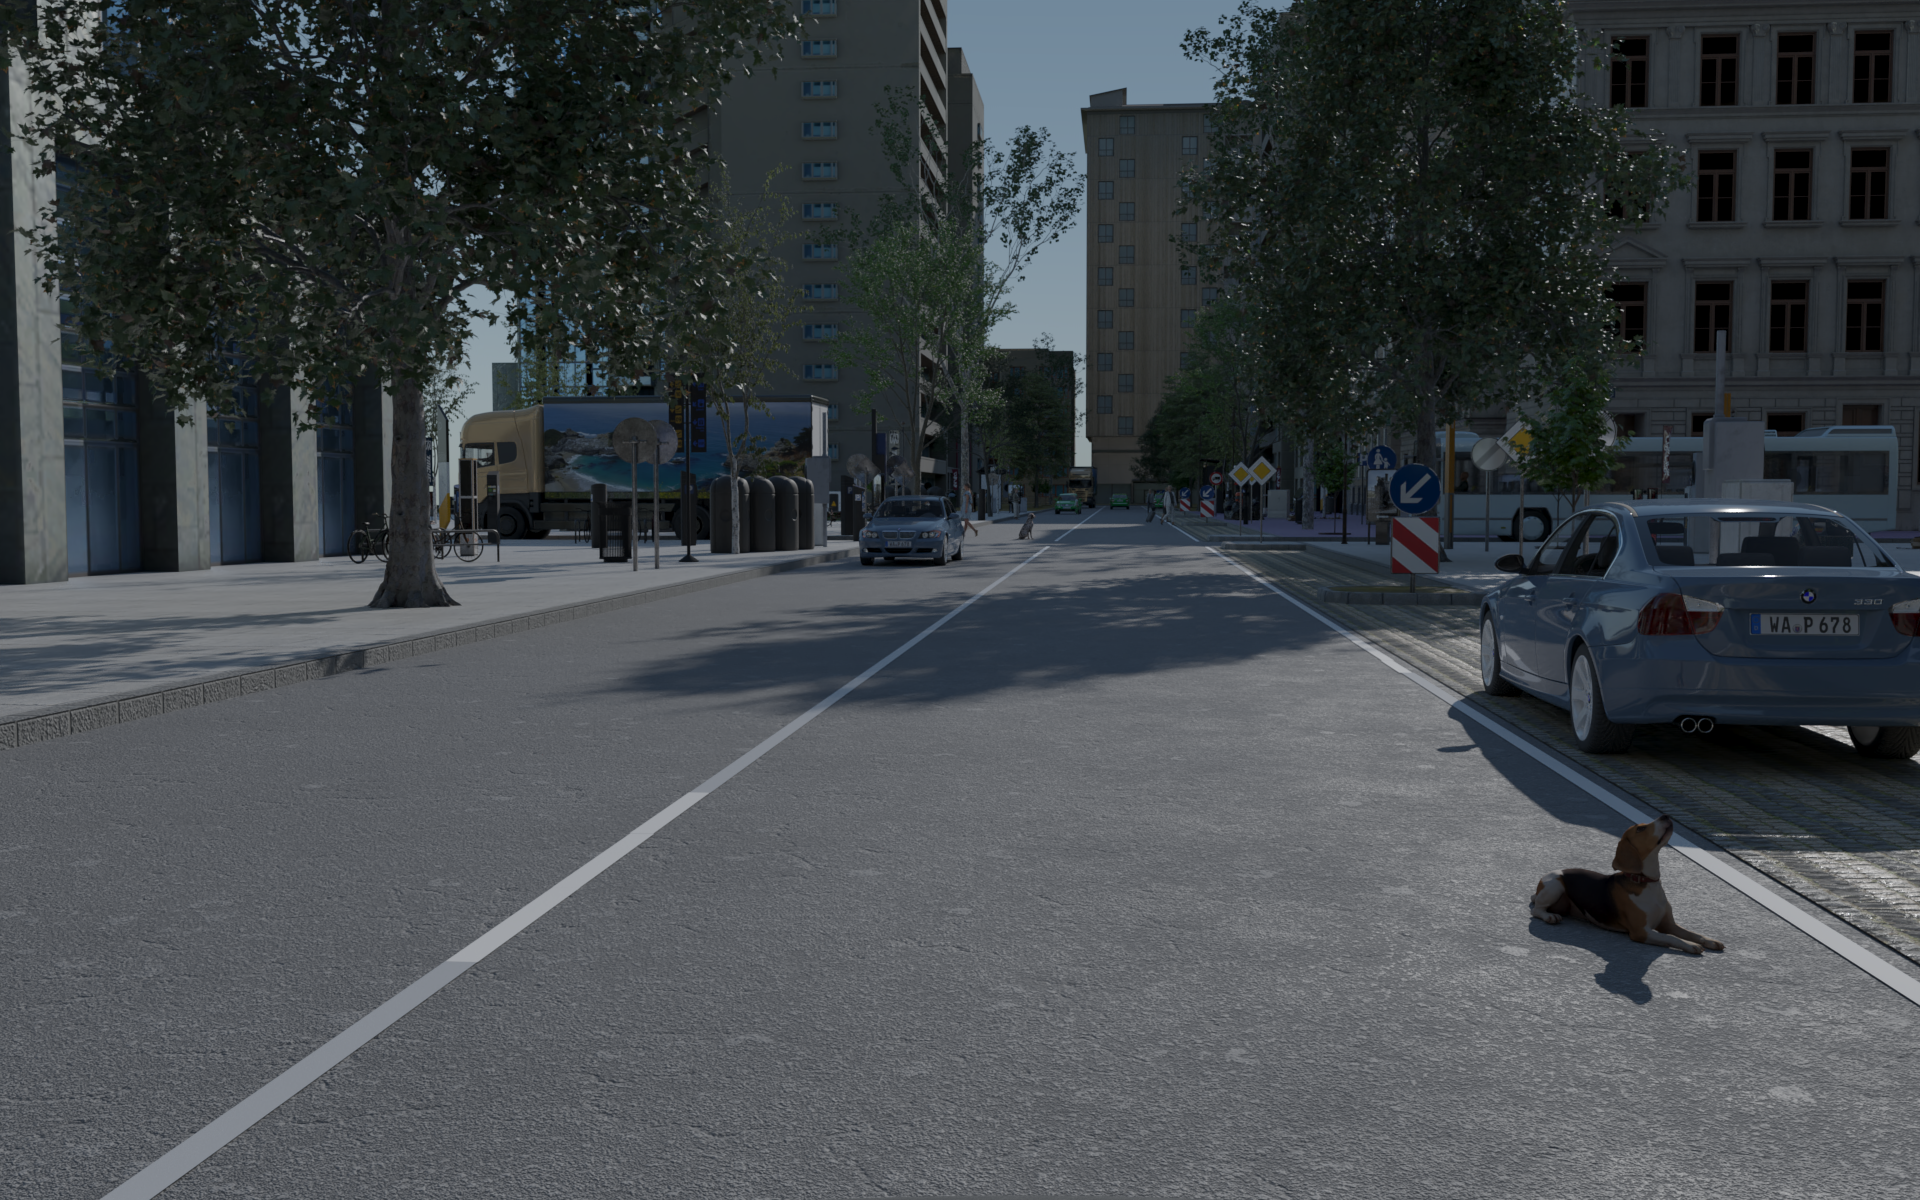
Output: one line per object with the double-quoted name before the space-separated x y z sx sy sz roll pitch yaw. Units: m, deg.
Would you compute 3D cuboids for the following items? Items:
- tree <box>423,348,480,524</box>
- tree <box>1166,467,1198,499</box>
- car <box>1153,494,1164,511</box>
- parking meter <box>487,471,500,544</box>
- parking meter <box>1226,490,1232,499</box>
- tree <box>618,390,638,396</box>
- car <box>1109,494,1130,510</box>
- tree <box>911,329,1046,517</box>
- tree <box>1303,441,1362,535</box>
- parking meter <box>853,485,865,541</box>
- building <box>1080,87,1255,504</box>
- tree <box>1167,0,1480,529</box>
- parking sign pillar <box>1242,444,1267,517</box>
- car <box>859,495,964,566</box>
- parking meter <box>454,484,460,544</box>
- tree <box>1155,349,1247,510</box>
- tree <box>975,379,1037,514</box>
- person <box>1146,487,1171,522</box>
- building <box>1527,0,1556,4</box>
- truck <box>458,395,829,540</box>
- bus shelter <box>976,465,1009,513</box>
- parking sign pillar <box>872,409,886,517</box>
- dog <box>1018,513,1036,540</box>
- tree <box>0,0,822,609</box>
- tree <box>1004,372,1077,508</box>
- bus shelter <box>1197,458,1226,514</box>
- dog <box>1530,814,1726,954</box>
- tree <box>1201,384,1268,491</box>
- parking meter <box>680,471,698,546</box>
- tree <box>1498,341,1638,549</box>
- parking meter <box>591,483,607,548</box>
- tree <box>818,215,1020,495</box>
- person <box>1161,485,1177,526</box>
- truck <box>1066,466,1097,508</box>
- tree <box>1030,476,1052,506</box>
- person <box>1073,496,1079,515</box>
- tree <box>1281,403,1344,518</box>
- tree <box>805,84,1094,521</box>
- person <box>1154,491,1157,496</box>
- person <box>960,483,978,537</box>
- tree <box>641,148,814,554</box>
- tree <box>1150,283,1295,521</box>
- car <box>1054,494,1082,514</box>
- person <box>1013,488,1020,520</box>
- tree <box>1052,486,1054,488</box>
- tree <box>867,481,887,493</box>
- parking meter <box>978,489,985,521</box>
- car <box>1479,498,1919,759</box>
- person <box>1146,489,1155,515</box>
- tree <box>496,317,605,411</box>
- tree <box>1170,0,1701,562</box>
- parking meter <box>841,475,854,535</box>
"tree" -22.724 -7.556 73.904 4.360 8.622 3.978 0 3 0
"tree" 21.813 -11.303 168.517 4.285 4.588 4.351 0 3 0
"car" 17.070 -8.387 145.925 1.959 1.807 4.718 0 4 6
"parking meter" -11.858 -2.344 44.028 0.255 1.863 0.399 0 4 -4
"parking meter" 16.179 -5.862 104.261 0.372 1.533 0.369 0 3 0
"tree" -22.062 -9.920 112.560 4.737 8.622 4.395 0 3 0
"car" 14.866 -9.321 161.198 1.959 1.807 4.718 0 4 5
"tree" 1.404 -9.978 97.546 7.601 10.594 8.767 2 4 26
"tree" 11.957 -3.678 54.729 1.663 3.219 1.824 0 3 0
"parking meter" -2.723 -2.365 47.076 0.372 1.533 0.369 0 3 0
"building" 30.196 -39.345 232.526 27.495 52.752 28.713 0 4 5
"tree" 13.756 -12.698 63.495 12.611 20.169 13.585 0 3 0
"parking sign pillar" 16.422 -6.619 96.694 1.447 3.967 1.447 -1 4 -16
"car" -0.950 -1.484 36.269 2.014 1.417 4.499 0 4 7
"parking meter" -12.855 -2.218 44.669 0.372 1.533 0.369 0 3 0
"tree" 18.946 -13.313 135.797 7.486 12.596 7.792 0 3 0
"tree" 2.530 -9.739 109.600 4.737 8.622 4.395 0 3 0
"person" 10.119 -4.836 87.788 1.509 1.804 0.699 -1 4 -19
"building" 82.039 -47.947 222.180 20.611 71.187 20.563 0 4 5
"truck" -9.584 -3.777 50.670 11.283 4.237 2.839 0 4 7
"bus shelter" 2.311 -7.830 121.941 2.014 3.302 5.546 0 4 5
"parking sign pillar" -2.615 -4.106 55.600 1.447 3.967 1.447 0 4 -2
"dog" 1.983 -2.320 54.769 0.800 0.831 0.513 0 4 4
"tree" -6.392 -6.277 19.639 9.611 12.733 9.660 0 3 0
"tree" 7.404 -14.851 160.935 7.486 12.596 7.792 0 3 0
"bus shelter" 16.904 -7.651 116.383 1.731 3.624 6.357 0 4 6
"dog" 2.195 0.882 5.767 0.550 0.427 0.748 1 4 12
"tree" 17.160 -9.759 109.918 4.737 8.622 4.395 0 3 0
"parking meter" -6.728 -2.283 43.033 0.399 1.863 0.255 -1 4 -16
"tree" 7.899 -1.675 21.982 1.663 3.219 1.824 0 3 0
"parking meter" -8.567 -2.000 41.113 0.372 1.533 0.369 0 3 0
"tree" -1.623 -8.529 65.206 9.928 11.665 9.643 0 3 0
"person" 9.436 -4.274 78.251 0.818 1.842 0.514 3 5 43
"truck" 12.575 -11.529 177.410 2.839 4.237 11.283 0 4 7
"tree" 7.740 -10.718 169.846 1.663 3.219 1.824 0 3 0
"person" 7.949 -6.449 118.187 0.590 1.304 0.306 -3 5 -39
"tree" 19.510 -8.768 93.719 4.737 8.622 4.395 0 3 0
"tree" -1.221 -13.845 82.252 12.611 20.169 13.585 0 3 0
"person" 19.313 -9.853 170.311 0.721 1.735 1.217 1 4 21
"person" 0.300 -3.018 57.941 0.778 1.811 0.616 2 4 31
"tree" -4.918 -5.269 36.504 4.360 8.622 3.978 0 3 0
"tree" 14.002 -9.677 83.977 9.928 11.665 9.643 0 3 0
"car" 7.735 -7.030 123.744 1.959 1.807 4.718 0 4 6
"person" 3.187 -5.394 97.241 0.362 1.759 0.519 1 4 22
"tree" 9.523 -12.134 192.985 1.663 3.219 1.824 0 3 0
"tree" -5.760 -7.523 117.597 1.663 3.219 1.824 0 3 0
"parking meter" 1.044 -4.604 83.692 0.372 1.533 0.369 0 3 0
"car" 4.427 0.080 10.699 2.014 1.417 4.499 0 4 6
"person" 12.929 -6.623 116.966 0.709 1.800 0.728 3 4 36
"tree" -16.249 -7.213 68.293 4.737 8.622 4.395 0 3 0
"tree" 8.861 -7.083 32.811 9.611 12.733 9.660 0 3 0
"parking meter" -3.489 -2.940 53.774 0.255 1.863 0.399 3 5 44
